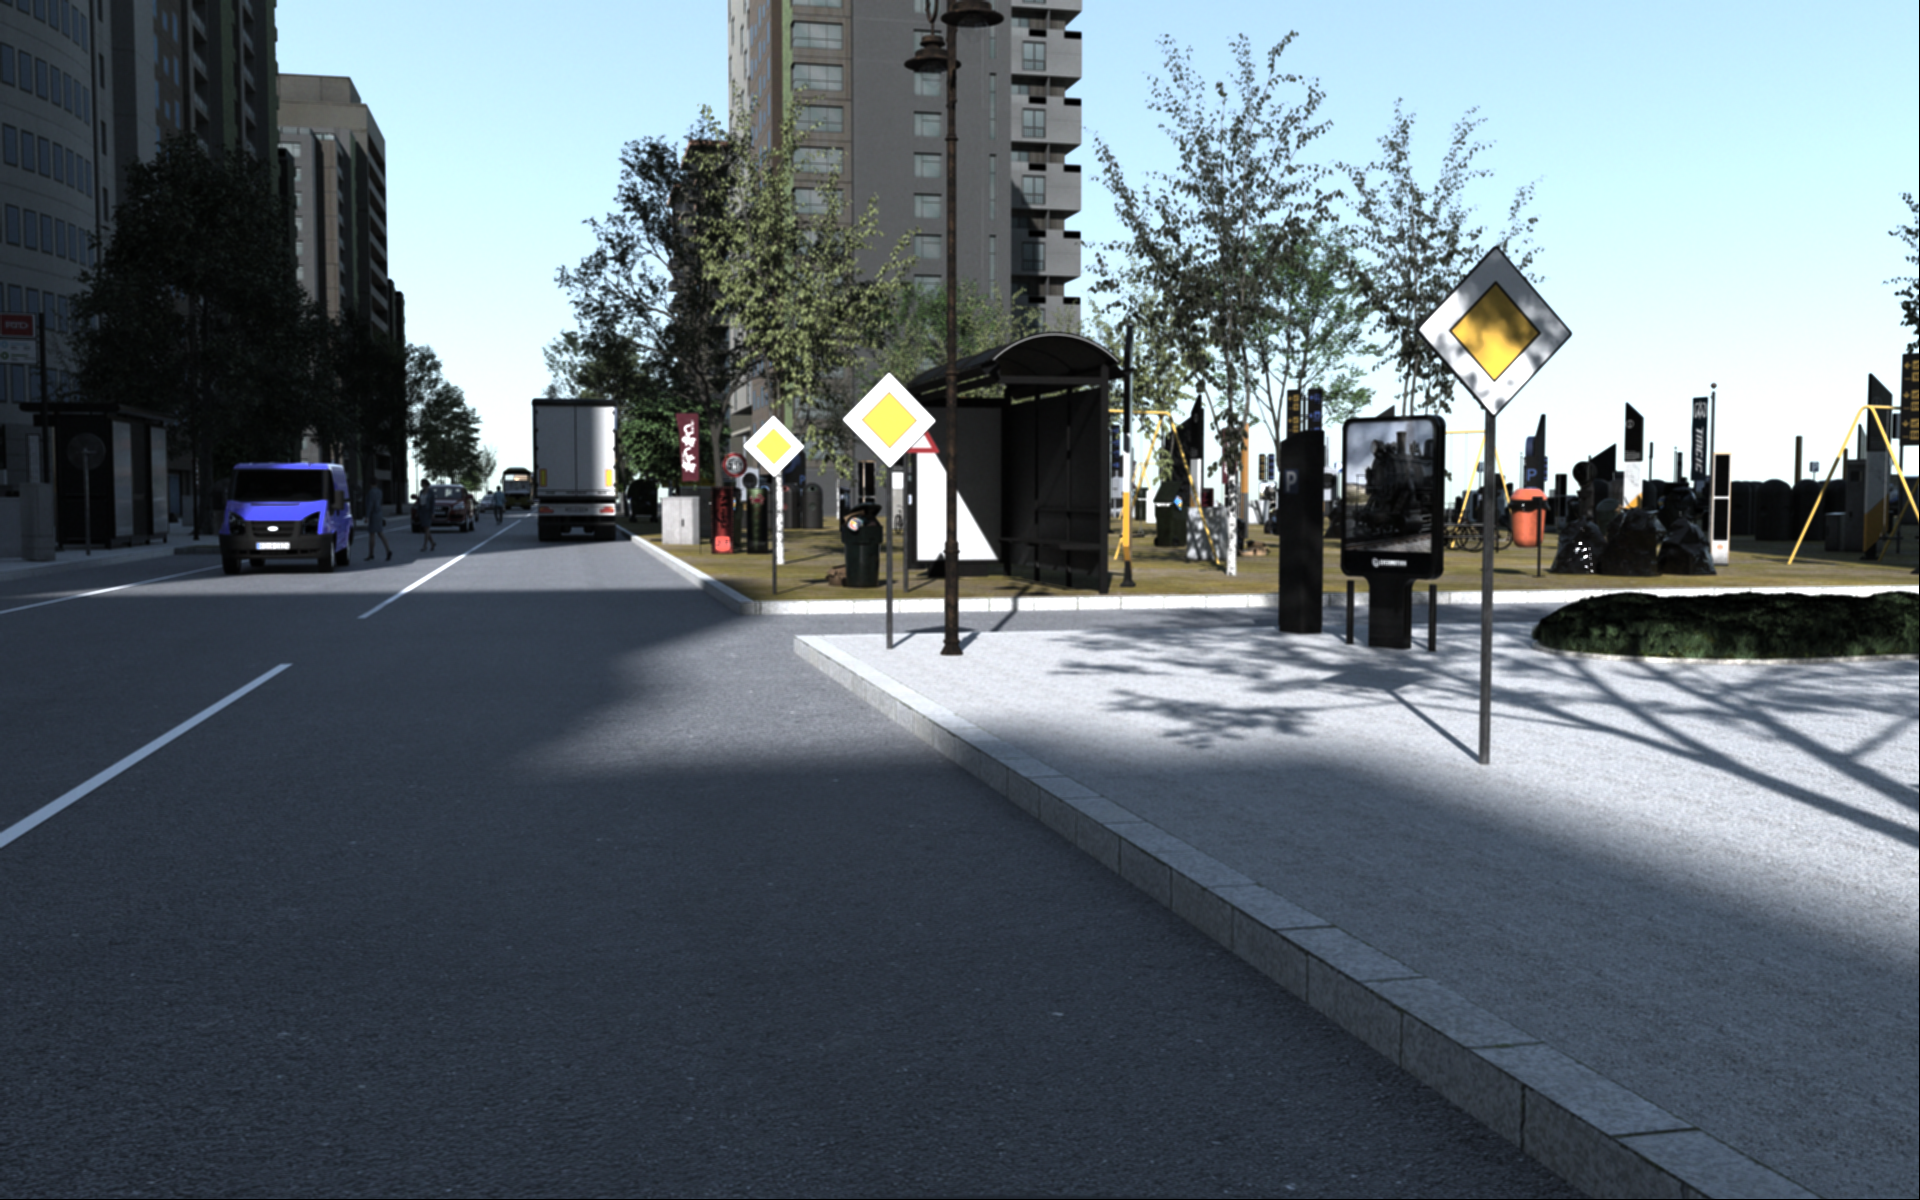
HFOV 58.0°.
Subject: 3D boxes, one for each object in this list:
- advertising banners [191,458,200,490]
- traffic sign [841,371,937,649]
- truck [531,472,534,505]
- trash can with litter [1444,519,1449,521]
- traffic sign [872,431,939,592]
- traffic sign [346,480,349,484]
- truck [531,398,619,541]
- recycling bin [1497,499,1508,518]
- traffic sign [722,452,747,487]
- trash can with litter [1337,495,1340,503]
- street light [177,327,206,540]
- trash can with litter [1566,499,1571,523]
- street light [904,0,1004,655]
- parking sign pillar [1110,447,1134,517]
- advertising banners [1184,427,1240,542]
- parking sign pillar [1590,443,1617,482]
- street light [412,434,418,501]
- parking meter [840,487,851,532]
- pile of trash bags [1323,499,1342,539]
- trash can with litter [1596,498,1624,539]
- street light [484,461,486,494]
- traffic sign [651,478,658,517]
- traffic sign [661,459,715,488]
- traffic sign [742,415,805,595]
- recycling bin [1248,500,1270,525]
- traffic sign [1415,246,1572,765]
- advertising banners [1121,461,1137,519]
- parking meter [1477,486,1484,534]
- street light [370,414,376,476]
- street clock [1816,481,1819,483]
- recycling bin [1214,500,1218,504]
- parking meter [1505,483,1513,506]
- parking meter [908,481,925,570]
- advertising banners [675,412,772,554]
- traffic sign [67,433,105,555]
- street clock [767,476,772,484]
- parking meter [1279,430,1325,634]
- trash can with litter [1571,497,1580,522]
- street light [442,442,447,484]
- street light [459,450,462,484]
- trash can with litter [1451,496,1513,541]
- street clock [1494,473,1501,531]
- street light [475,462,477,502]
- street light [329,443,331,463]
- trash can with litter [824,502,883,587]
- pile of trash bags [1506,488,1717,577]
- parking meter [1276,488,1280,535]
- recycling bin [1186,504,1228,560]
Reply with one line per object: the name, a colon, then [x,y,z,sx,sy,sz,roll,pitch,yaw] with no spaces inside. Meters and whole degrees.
advertising banners: [-36.464,-5.365,83.901,0.090,3.025,2.074,1,4,18]
traffic sign: [-0.586,-0.651,14.288,0.795,2.450,0.064,-1,4,-13]
truck: [-56.401,-14.383,224.068,2.839,4.237,11.283,-1,4,-12]
trash can with litter: [23.603,-4.385,82.757,2.233,1.210,1.678,3,5,39]
traffic sign: [-0.708,-1.380,22.568,0.884,2.594,0.081,-1,4,-11]
traffic sign: [-32.124,-5.487,89.714,0.884,2.594,0.081,0,4,-7]
truck: [-12.455,-4.125,56.357,2.839,4.237,11.283,-1,4,-12]
recycling bin: [27.190,-4.577,87.384,0.722,1.027,0.722,2,4,28]
traffic sign: [-6.904,-3.241,53.102,0.768,2.556,0.104,-1,4,-12]
trash can with litter: [22.101,-5.439,99.985,2.233,1.210,1.678,-2,4,-28]
street light: [-21.274,-4.604,48.067,0.468,5.910,1.993,-1,4,-13]
trash can with litter: [27.418,-4.070,77.928,0.624,1.170,1.055,-1,4,-21]
street light: [-0.066,-2.501,13.677,0.468,5.910,1.993,-1,4,-13]
parking sign pillar: [9.302,-6.784,99.383,1.447,3.967,1.447,0,4,3]
advertising banners: [6.473,-3.042,45.920,2.074,3.025,0.090,2,4,34]
parking sign pillar: [34.083,-6.322,91.831,1.447,3.967,1.447,2,4,30]
street light: [-38.350,-9.143,122.281,0.468,5.910,1.993,-1,4,-13]
parking meter: [-3.901,-3.082,58.794,0.372,1.533,0.369,0,3,0]
pile of trash bags: [11.806,-2.399,48.973,1.912,1.369,3.447,-1,4,-20]
trash can with litter: [16.167,-1.954,43.330,0.624,1.170,1.055,3,5,41]
street light: [-63.731,-15.895,232.667,0.468,5.910,1.993,-1,4,-13]
traffic sign: [-14.547,-5.032,82.386,0.768,2.556,0.104,0,4,-8]
traffic sign: [-10.896,-4.648,69.866,2.265,3.308,0.079,0,4,-5]
traffic sign: [-2.371,-1.127,22.072,0.795,2.450,0.064,-1,4,-13]
recycling bin: [12.659,-3.721,73.389,0.722,1.027,0.722,2,4,30]
traffic sign: [2.490,-0.427,8.161,0.795,2.450,0.064,-1,4,-12]
advertising banners: [8.863,-5.769,90.511,0.090,3.025,2.074,2,4,27]
parking meter: [18.140,-3.161,60.092,0.372,1.533,0.369,0,3,0]
street light: [-31.863,-7.418,94.070,0.468,5.910,1.993,-1,4,-13]
street clock: [48.650,-5.753,98.632,0.471,2.002,0.358,0,4,0]
recycling bin: [11.054,-3.954,77.204,0.722,1.027,0.722,-1,4,-12]
parking meter: [28.525,-5.154,89.978,0.255,1.863,0.399,3,5,43]
parking meter: [-0.783,-1.295,29.579,0.372,1.533,0.369,0,3,0]
advertising banners: [-5.059,-2.500,37.062,2.074,3.025,0.090,0,4,4]
traffic sign: [-18.280,-2.210,36.246,0.768,2.556,0.104,0,4,-6]
street clock: [-7.531,-3.996,69.899,0.471,2.002,0.358,2,4,25]
parking meter: [3.157,-0.632,16.043,0.255,1.863,0.399,-2,4,-26]
trash can with litter: [26.541,-3.773,73.078,1.055,1.170,0.624,0,4,-8]
street light: [-44.988,-10.906,151.101,0.468,5.910,1.993,-1,4,-13]
street light: [-50.546,-12.374,175.096,0.468,5.910,1.993,-1,4,-13]
trash can with litter: [14.986,-2.249,47.821,2.233,1.210,1.678,0,4,-6]
street clock: [18.740,-3.424,60.552,0.358,2.002,0.471,1,4,21]
street light: [-56.990,-14.118,203.615,0.468,5.910,1.993,-1,4,-13]
street light: [-27.920,-6.358,76.748,0.468,5.910,1.993,-1,4,-13]
trash can with litter: [-1.527,-0.770,23.977,0.624,1.170,1.055,-3,4,-37]
pile of trash bags: [10.177,-1.088,27.543,3.447,1.369,1.912,-1,4,-22]
parking meter: [10.001,-2.772,53.734,0.372,1.533,0.369,0,3,0]
recycling bin: [4.906,-1.308,33.946,0.722,1.027,0.722,2,4,32]
